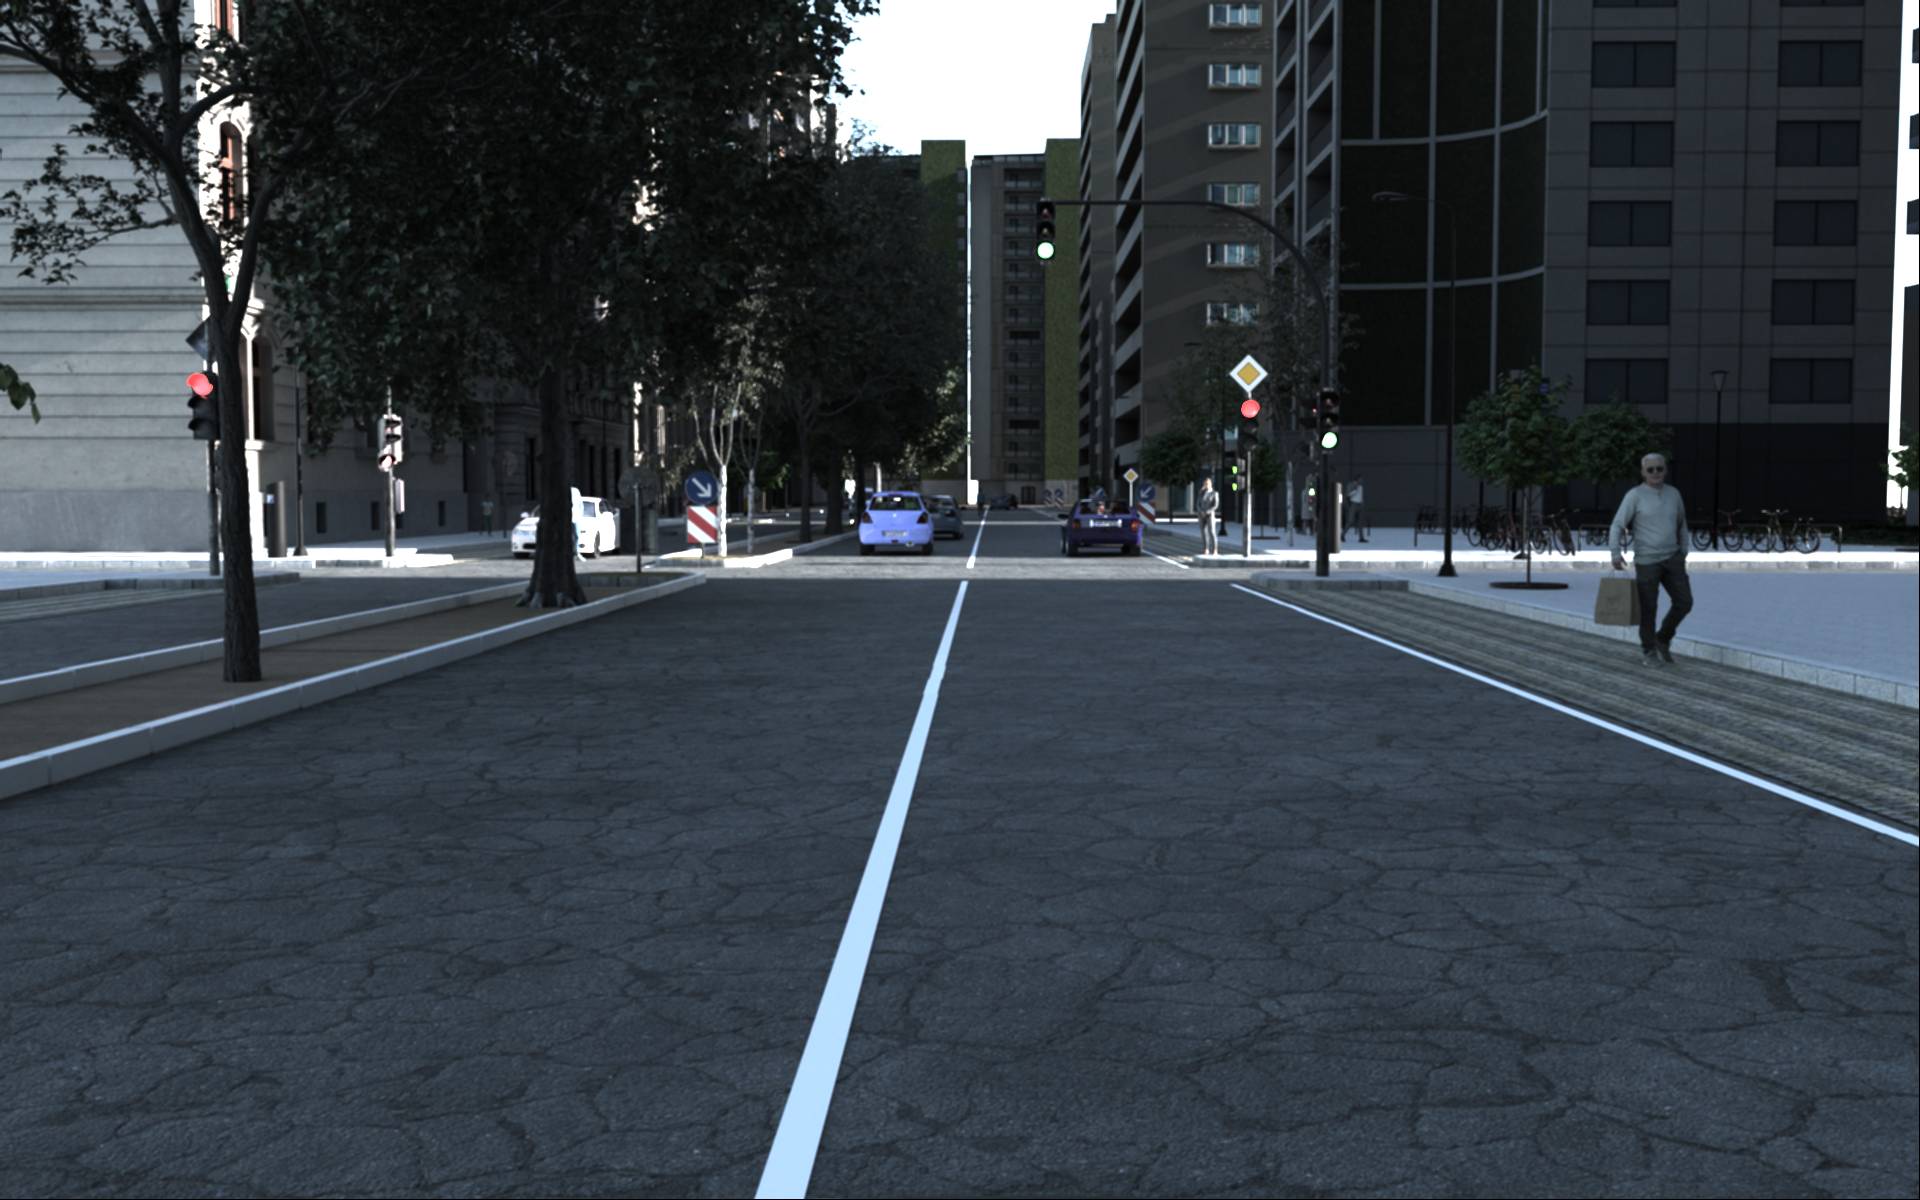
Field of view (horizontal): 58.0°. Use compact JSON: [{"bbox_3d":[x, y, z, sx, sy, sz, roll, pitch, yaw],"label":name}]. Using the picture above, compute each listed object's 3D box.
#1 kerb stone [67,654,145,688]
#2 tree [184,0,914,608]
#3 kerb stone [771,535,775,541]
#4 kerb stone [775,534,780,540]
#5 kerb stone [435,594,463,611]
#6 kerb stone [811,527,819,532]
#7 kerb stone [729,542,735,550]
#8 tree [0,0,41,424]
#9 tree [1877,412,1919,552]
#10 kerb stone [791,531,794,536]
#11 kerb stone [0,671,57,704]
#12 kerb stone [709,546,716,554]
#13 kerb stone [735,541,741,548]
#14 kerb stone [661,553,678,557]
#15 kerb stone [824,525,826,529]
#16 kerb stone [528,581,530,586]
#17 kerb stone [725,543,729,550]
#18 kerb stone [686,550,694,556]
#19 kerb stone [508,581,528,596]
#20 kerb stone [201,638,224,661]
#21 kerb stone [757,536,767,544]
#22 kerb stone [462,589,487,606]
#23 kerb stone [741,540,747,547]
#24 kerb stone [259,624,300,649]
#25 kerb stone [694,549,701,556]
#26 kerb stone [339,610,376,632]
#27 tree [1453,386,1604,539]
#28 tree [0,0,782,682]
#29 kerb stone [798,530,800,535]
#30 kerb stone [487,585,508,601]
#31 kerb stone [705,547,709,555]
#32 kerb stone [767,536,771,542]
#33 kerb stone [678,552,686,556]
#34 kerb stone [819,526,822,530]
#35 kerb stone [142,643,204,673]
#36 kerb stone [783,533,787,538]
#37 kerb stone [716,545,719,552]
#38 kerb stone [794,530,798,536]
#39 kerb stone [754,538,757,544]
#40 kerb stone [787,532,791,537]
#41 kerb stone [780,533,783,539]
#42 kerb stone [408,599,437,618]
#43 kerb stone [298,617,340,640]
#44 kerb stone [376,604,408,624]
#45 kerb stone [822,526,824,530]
[{"bbox_3d":[-6.535,0.551,13.190,0.120,0.150,1.000,0,4,1],"label":"kerb stone"},{"bbox_3d":[-5.169,-6.263,21.870,9.611,12.733,9.660,0,3,0],"label":"tree"},{"bbox_3d":[-5.814,-1.864,52.673,0.120,0.150,1.000,0,4,1],"label":"kerb stone"},{"bbox_3d":[-5.795,-1.927,53.696,0.120,0.150,1.000,0,4,1],"label":"kerb stone"},{"bbox_3d":[-6.390,0.049,21.401,0.120,0.150,1.000,0,4,1],"label":"kerb stone"},{"bbox_3d":[-5.570,-2.677,66.019,0.120,0.150,1.000,0,4,1],"label":"kerb stone"},{"bbox_3d":[-5.967,-1.354,44.477,0.120,0.150,1.000,0,4,1],"label":"kerb stone"},{"bbox_3d":[-5.440,-3.317,7.049,4.737,8.622,4.395,0,3,0],"label":"tree"},{"bbox_3d":[21.538,-2.703,38.793,1.663,3.219,1.824,0,3,0],"label":"tree"},{"bbox_3d":[-5.726,-2.170,57.791,0.120,0.150,1.000,0,4,1],"label":"kerb stone"},{"bbox_3d":[-6.551,0.620,12.166,0.120,0.150,1.000,0,4,1],"label":"kerb stone"},{"bbox_3d":[-6.023,-1.174,41.383,0.120,0.150,1.000,0,4,1],"label":"kerb stone"},{"bbox_3d":[-5.957,-1.423,45.499,0.120,0.150,1.000,0,4,1],"label":"kerb stone"},{"bbox_3d":[-6.110,-0.860,36.257,0.120,0.150,1.000,0,4,1],"label":"kerb stone"},{"bbox_3d":[-5.519,-2.868,69.087,0.120,0.150,1.000,0,4,1],"label":"kerb stone"},{"bbox_3d":[-6.316,-0.204,25.525,0.120,0.150,1.000,0,4,1],"label":"kerb stone"},{"bbox_3d":[-5.989,-1.298,43.440,0.120,0.150,1.000,0,4,1],"label":"kerb stone"},{"bbox_3d":[-6.082,-0.980,38.309,0.120,0.150,1.000,0,4,1],"label":"kerb stone"},{"bbox_3d":[-6.336,-0.140,24.492,0.120,0.150,1.000,0,4,1],"label":"kerb stone"},{"bbox_3d":[-6.497,0.426,15.238,0.120,0.150,1.000,0,4,1],"label":"kerb stone"},{"bbox_3d":[-5.855,-1.736,50.625,0.120,0.150,1.000,0,4,1],"label":"kerb stone"},{"bbox_3d":[-6.364,-0.014,22.424,0.120,0.150,1.000,0,4,1],"label":"kerb stone"},{"bbox_3d":[-5.926,-1.488,46.527,0.120,0.150,1.000,0,4,1],"label":"kerb stone"},{"bbox_3d":[-6.484,0.363,16.267,0.120,0.150,1.000,0,4,1],"label":"kerb stone"},{"bbox_3d":[-6.060,-1.048,39.330,0.120,0.150,1.000,0,4,1],"label":"kerb stone"},{"bbox_3d":[-6.444,0.237,18.314,0.120,0.150,1.000,0,4,1],"label":"kerb stone"},{"bbox_3d":[15.646,-4.017,49.384,4.285,4.588,4.351,0,3,0],"label":"tree"},{"bbox_3d":[-5.447,-4.671,13.248,8.767,10.594,7.601,0,4,1],"label":"tree"},{"bbox_3d":[-5.690,-2.303,59.848,0.120,0.150,1.000,0,4,1],"label":"kerb stone"},{"bbox_3d":[-6.358,-0.077,23.454,0.120,0.150,1.000,0,4,1],"label":"kerb stone"},{"bbox_3d":[-6.044,-1.111,40.359,0.120,0.150,1.000,0,4,1],"label":"kerb stone"},{"bbox_3d":[-5.832,-1.801,51.647,0.120,0.150,1.000,0,4,1],"label":"kerb stone"},{"bbox_3d":[-6.104,-0.923,37.286,0.120,0.150,1.000,0,4,1],"label":"kerb stone"},{"bbox_3d":[-5.556,-2.742,67.041,0.120,0.150,1.000,0,4,1],"label":"kerb stone"},{"bbox_3d":[-6.518,0.488,14.216,0.120,0.150,1.000,0,4,1],"label":"kerb stone"},{"bbox_3d":[-5.763,-2.052,55.740,0.120,0.150,1.000,0,4,1],"label":"kerb stone"},{"bbox_3d":[-6.005,-1.231,42.418,0.120,0.150,1.000,0,4,1],"label":"kerb stone"},{"bbox_3d":[-5.705,-2.240,58.815,0.120,0.150,1.000,0,4,1],"label":"kerb stone"},{"bbox_3d":[-5.898,-1.611,48.579,0.120,0.150,1.000,0,4,1],"label":"kerb stone"},{"bbox_3d":[-5.747,-2.114,56.766,0.120,0.150,1.000,0,4,1],"label":"kerb stone"},{"bbox_3d":[-5.783,-1.983,54.718,0.120,0.150,1.000,0,4,1],"label":"kerb stone"},{"bbox_3d":[-6.405,0.111,20.374,0.120,0.150,1.000,0,4,1],"label":"kerb stone"},{"bbox_3d":[-6.464,0.300,17.289,0.120,0.150,1.000,0,4,1],"label":"kerb stone"},{"bbox_3d":[-6.427,0.175,19.343,0.120,0.150,1.000,0,4,1],"label":"kerb stone"},{"bbox_3d":[-5.541,-2.805,68.064,0.120,0.150,1.000,0,4,1],"label":"kerb stone"}]
